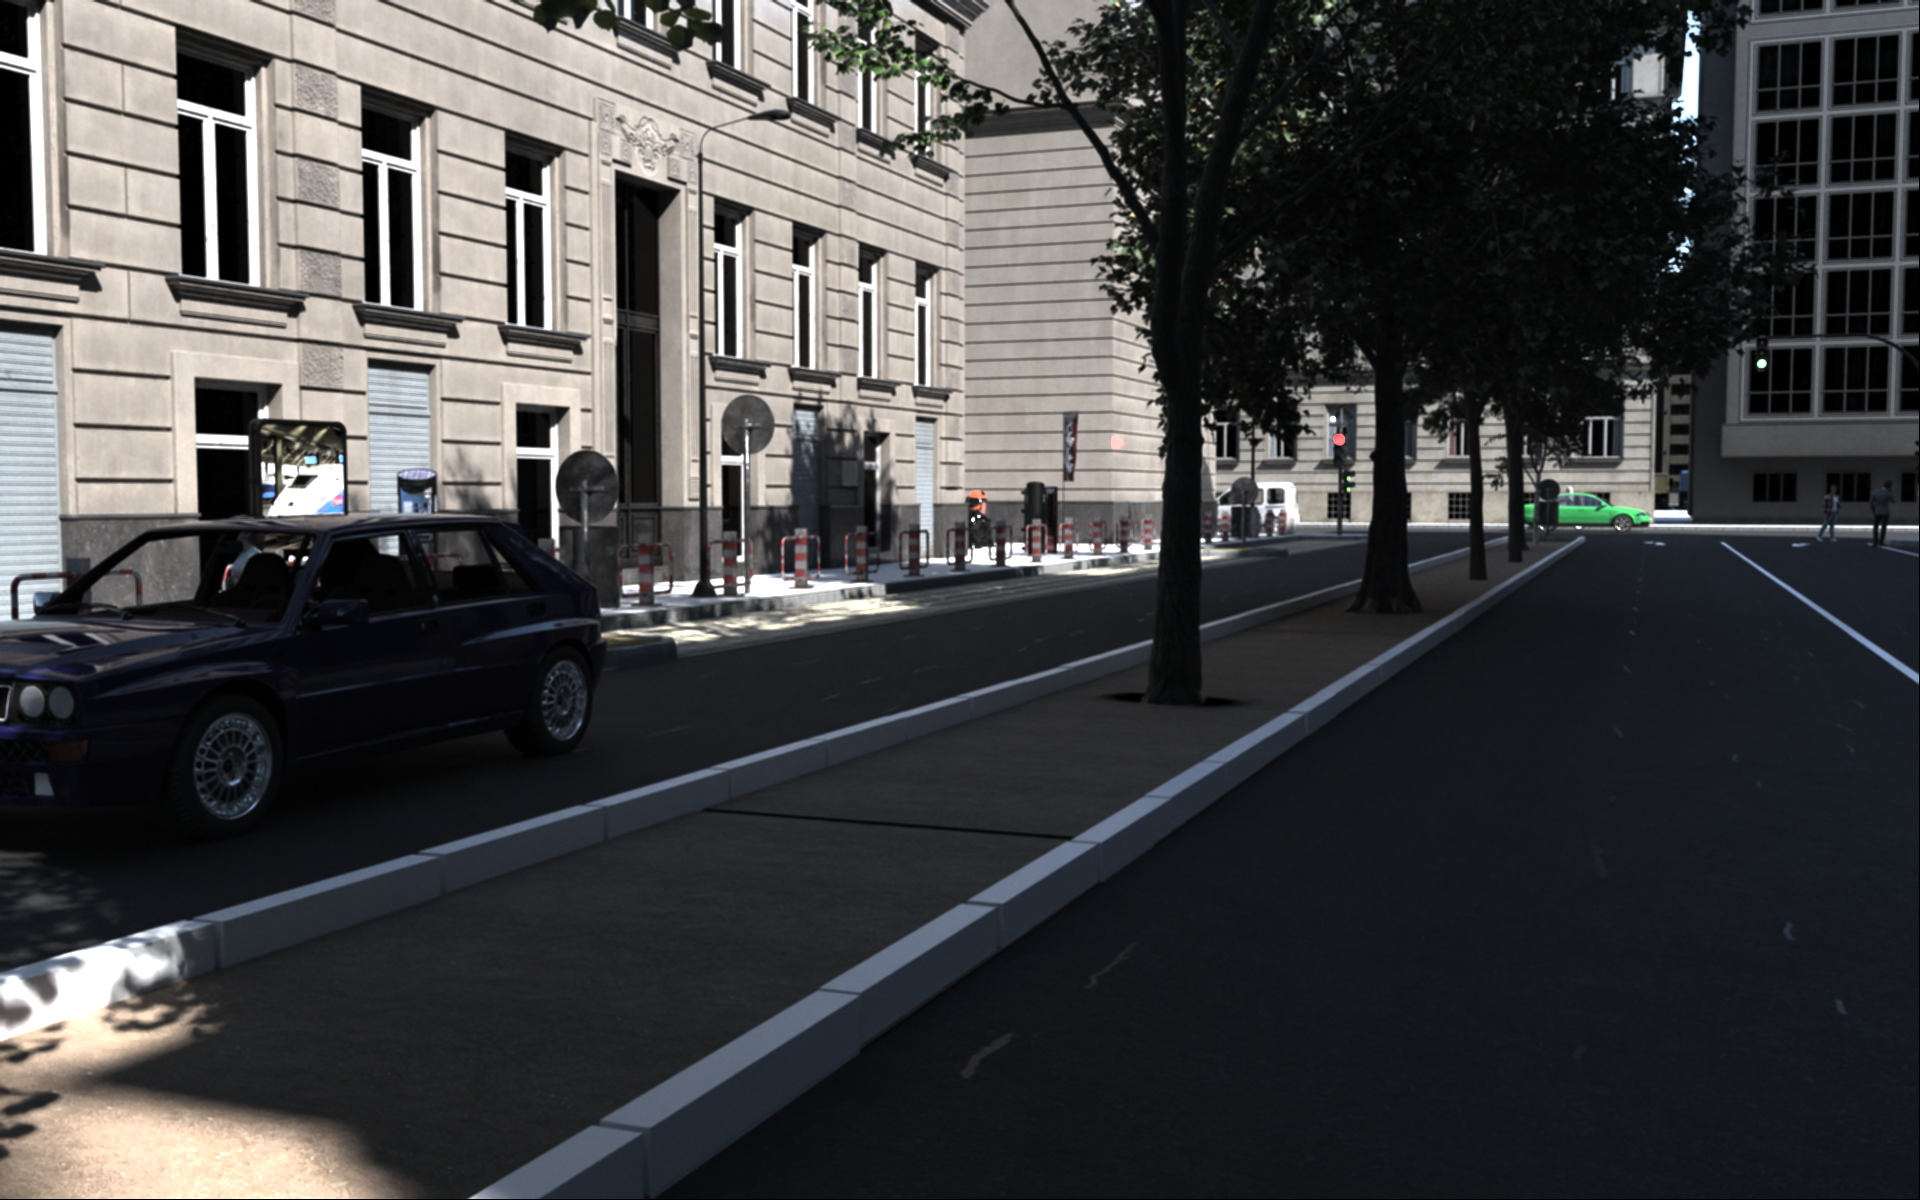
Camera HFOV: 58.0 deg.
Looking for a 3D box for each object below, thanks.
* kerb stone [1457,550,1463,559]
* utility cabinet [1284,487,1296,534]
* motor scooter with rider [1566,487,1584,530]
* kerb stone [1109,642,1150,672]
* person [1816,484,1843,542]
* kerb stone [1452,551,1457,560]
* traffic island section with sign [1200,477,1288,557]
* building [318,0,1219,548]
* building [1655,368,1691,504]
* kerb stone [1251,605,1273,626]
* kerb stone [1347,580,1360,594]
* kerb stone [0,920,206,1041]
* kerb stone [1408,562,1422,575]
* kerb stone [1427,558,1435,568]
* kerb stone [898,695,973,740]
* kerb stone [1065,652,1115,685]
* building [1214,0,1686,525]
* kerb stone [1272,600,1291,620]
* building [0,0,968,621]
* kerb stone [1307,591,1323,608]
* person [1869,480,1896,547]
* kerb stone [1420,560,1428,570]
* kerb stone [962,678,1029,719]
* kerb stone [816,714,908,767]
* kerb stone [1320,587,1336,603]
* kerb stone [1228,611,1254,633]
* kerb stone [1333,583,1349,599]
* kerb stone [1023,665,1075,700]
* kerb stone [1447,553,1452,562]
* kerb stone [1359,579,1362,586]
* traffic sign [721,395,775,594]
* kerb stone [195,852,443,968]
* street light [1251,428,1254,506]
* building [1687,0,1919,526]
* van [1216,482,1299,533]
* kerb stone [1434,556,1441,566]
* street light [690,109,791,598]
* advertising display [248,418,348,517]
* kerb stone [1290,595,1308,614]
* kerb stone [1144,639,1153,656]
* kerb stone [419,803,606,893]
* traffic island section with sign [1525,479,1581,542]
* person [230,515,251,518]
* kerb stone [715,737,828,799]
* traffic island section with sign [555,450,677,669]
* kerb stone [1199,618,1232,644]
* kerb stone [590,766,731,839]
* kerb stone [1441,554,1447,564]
[{"bbox_3d":[10.901,-0.973,38.144,0.120,0.150,1.000,1,4,22],"label":"kerb stone"},{"bbox_3d":[10.506,-2.845,55.201,0.318,1.500,1.173,1,4,15],"label":"utility cabinet"},{"bbox_3d":[24.345,-3.733,69.997,1.986,1.779,0.876,1,4,22],"label":"motor scooter with rider"},{"bbox_3d":[1.354,0.483,14.297,0.120,0.150,1.000,1,4,22],"label":"kerb stone"},{"bbox_3d":[26.247,-2.624,52.233,0.563,1.720,0.643,-1,4,-20],"label":"person"},{"bbox_3d":[10.512,-0.917,37.194,0.120,0.150,1.000,1,4,22],"label":"kerb stone"},{"bbox_3d":[6.508,-1.920,40.022,1.989,1.847,2.006,1,4,22],"label":"traffic island section with sign"},{"bbox_3d":[-5.198,-15.653,53.189,25.104,27.353,12.463,1,4,22],"label":"building"},{"bbox_3d":[95.022,-27.639,223.598,14.107,30.474,14.160,1,4,22],"label":"building"},{"bbox_3d":[3.258,0.192,19.062,0.120,0.150,1.000,1,4,22],"label":"kerb stone"},{"bbox_3d":[5.557,-0.156,24.796,0.120,0.150,1.000,1,4,22],"label":"kerb stone"},{"bbox_3d":[-2.470,1.068,4.735,0.120,0.150,1.000,1,4,22],"label":"kerb stone"},{"bbox_3d":[8.217,-0.568,31.476,0.120,0.150,1.000,1,4,22],"label":"kerb stone"},{"bbox_3d":[8.983,-0.684,33.385,0.120,0.150,1.000,1,4,22],"label":"kerb stone"},{"bbox_3d":[-0.177,0.722,10.471,0.120,0.150,1.000,1,4,22],"label":"kerb stone"},{"bbox_3d":[0.975,0.541,13.345,0.120,0.150,1.000,1,4,22],"label":"kerb stone"},{"bbox_3d":[18.186,-15.269,82.932,30.059,22.955,16.112,1,4,22],"label":"building"},{"bbox_3d":[3.642,0.134,20.012,0.120,0.150,1.000,1,4,22],"label":"kerb stone"},{"bbox_3d":[-9.556,-13.969,25.657,12.463,27.353,25.104,1,4,22],"label":"building"},{"bbox_3d":[4.408,0.021,21.927,0.120,0.150,1.000,1,4,22],"label":"kerb stone"},{"bbox_3d":[25.034,-2.346,47.032,0.473,1.802,0.592,-2,4,-34],"label":"person"},{"bbox_3d":[8.603,-0.624,32.434,0.120,0.150,1.000,1,4,22],"label":"kerb stone"},{"bbox_3d":[0.213,0.659,11.423,0.120,0.150,1.000,1,4,22],"label":"kerb stone"},{"bbox_3d":[-0.557,0.775,9.519,0.120,0.150,1.000,1,4,22],"label":"kerb stone"},{"bbox_3d":[4.791,-0.042,22.881,0.120,0.150,1.000,1,4,22],"label":"kerb stone"},{"bbox_3d":[2.882,0.253,18.110,0.120,0.150,1.000,1,4,22],"label":"kerb stone"},{"bbox_3d":[5.172,-0.101,23.846,0.120,0.150,1.000,1,4,22],"label":"kerb stone"},{"bbox_3d":[0.589,0.607,12.385,0.120,0.150,1.000,1,4,22],"label":"kerb stone"},{"bbox_3d":[10.135,-0.859,36.241,0.120,0.150,1.000,1,4,22],"label":"kerb stone"},{"bbox_3d":[5.939,-0.214,25.750,0.120,0.150,1.000,1,4,22],"label":"kerb stone"},{"bbox_3d":[-2.739,-1.354,22.250,0.768,2.556,0.104,1,4,22],"label":"traffic sign"},{"bbox_3d":[-2.080,1.010,5.682,0.120,0.150,1.000,1,4,22],"label":"kerb stone"},{"bbox_3d":[9.314,-4.851,51.861,1.470,5.913,1.316,1,4,22],"label":"street light"},{"bbox_3d":[43.639,-17.041,72.133,24.014,27.812,14.314,1,4,22],"label":"building"},{"bbox_3d":[10.069,-3.379,62.256,4.112,2.044,2.013,1,4,21],"label":"van"},{"bbox_3d":[9.371,-0.743,34.338,0.120,0.150,1.000,1,4,22],"label":"kerb stone"},{"bbox_3d":[-2.692,-2.978,21.230,1.470,5.913,1.316,1,4,22],"label":"street light"},{"bbox_3d":[-5.771,-0.609,15.164,0.123,1.923,0.974,2,4,28],"label":"advertising display"},{"bbox_3d":[4.031,0.075,20.963,0.120,0.150,1.000,1,4,22],"label":"kerb stone"},{"bbox_3d":[1.735,0.425,15.251,0.120,0.150,1.000,1,4,22],"label":"kerb stone"},{"bbox_3d":[-1.701,0.950,6.657,0.120,0.150,1.000,1,4,22],"label":"kerb stone"},{"bbox_3d":[17.749,-2.707,52.399,2.006,1.907,1.989,1,4,22],"label":"traffic island section with sign"},{"bbox_3d":[-4.505,0.114,10.921,0.425,1.301,0.394,2,4,28],"label":"person"},{"bbox_3d":[-0.939,0.833,8.568,0.120,0.150,1.000,1,4,22],"label":"kerb stone"},{"bbox_3d":[-3.541,-0.383,14.888,1.989,1.847,2.006,1,4,22],"label":"traffic island section with sign"},{"bbox_3d":[2.501,0.308,17.154,0.120,0.150,1.000,1,4,22],"label":"kerb stone"},{"bbox_3d":[-1.317,0.894,7.616,0.120,0.150,1.000,1,4,22],"label":"kerb stone"},{"bbox_3d":[9.747,-0.801,35.292,0.120,0.150,1.000,1,4,22],"label":"kerb stone"}]
